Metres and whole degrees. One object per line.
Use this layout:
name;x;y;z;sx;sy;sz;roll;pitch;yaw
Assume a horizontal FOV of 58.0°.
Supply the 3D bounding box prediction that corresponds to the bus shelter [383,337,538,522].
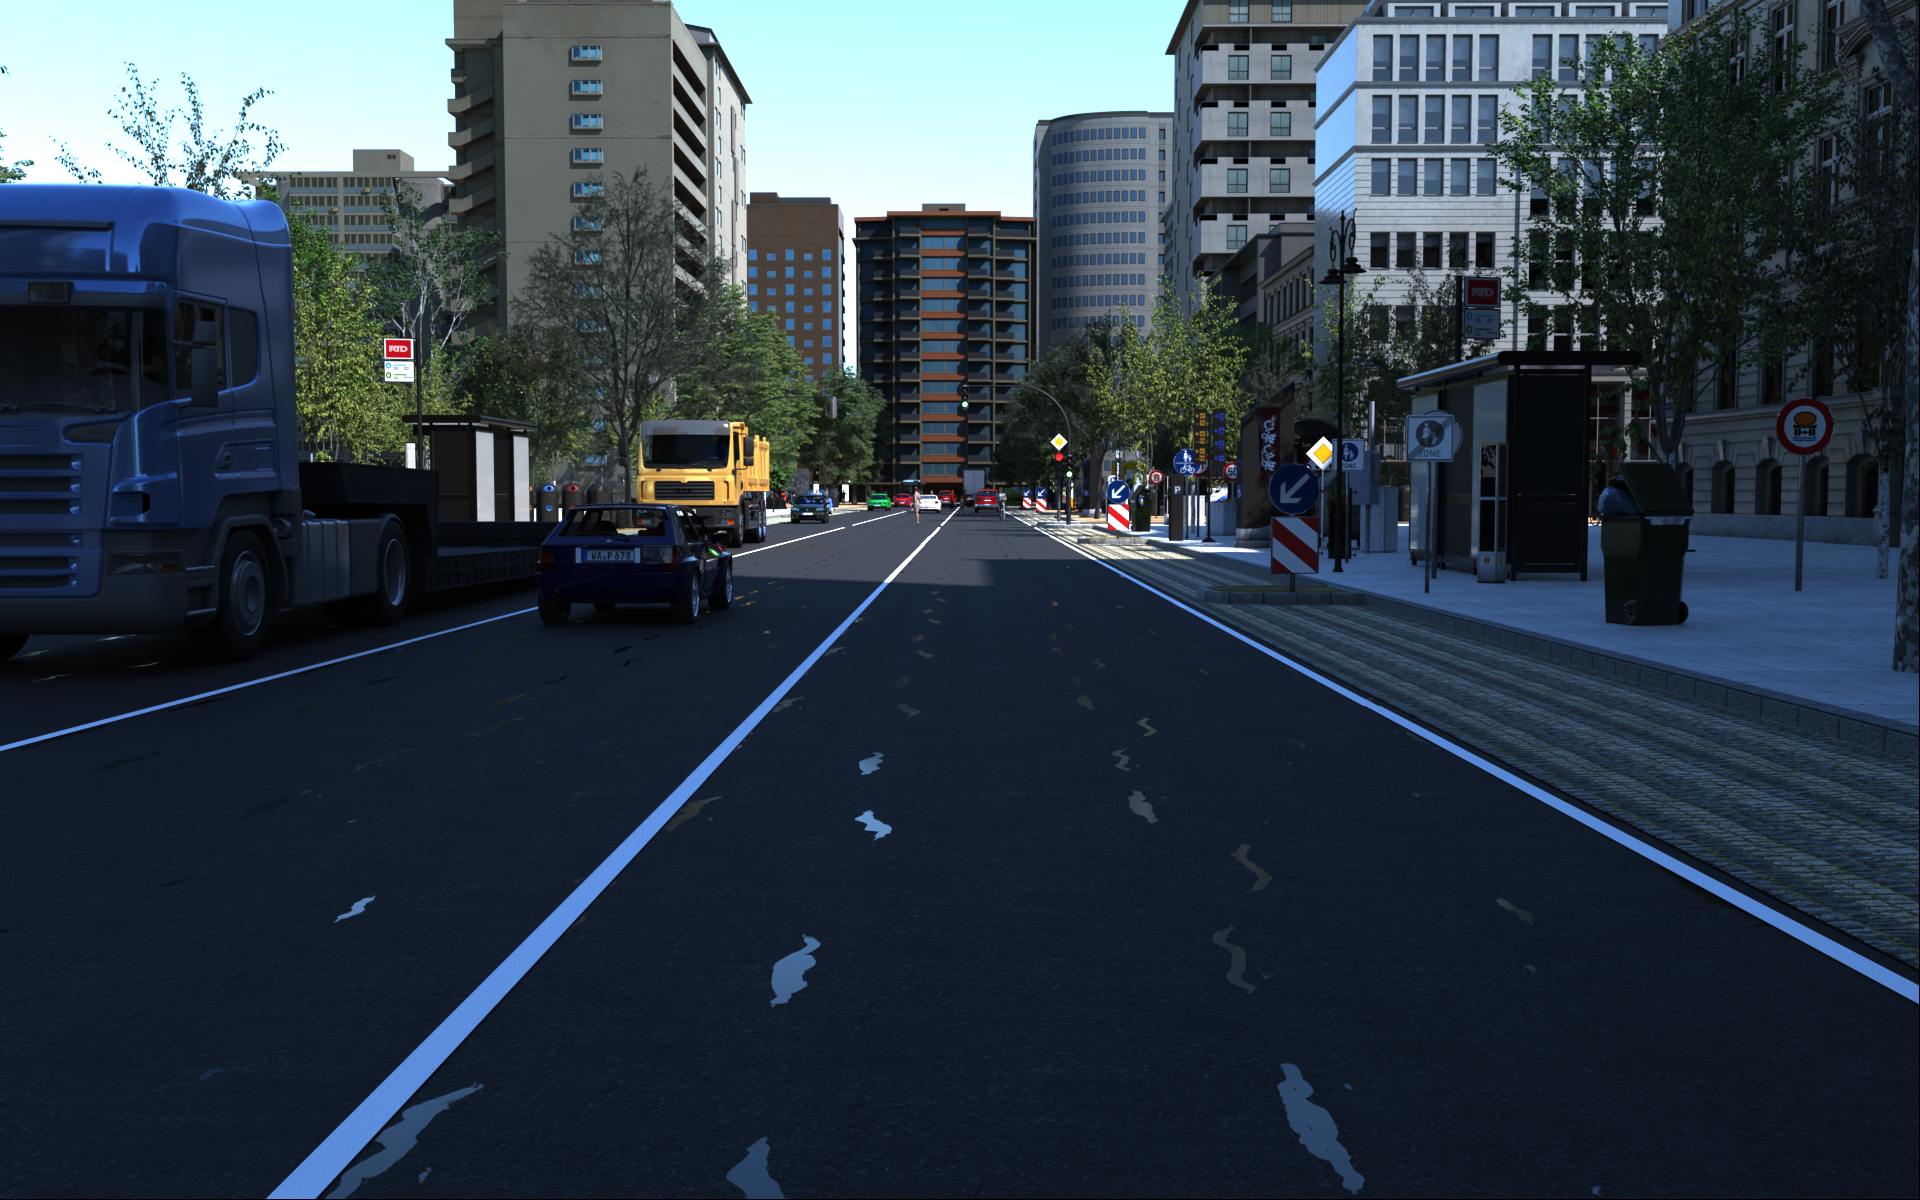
bus shelter;-13.667;-4.253;47.165;2.179;5.291;8.768;0;4;0

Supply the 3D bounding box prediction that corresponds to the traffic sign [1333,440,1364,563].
traffic sign;7.197;-1.837;32.168;0.606;2.300;0.079;0;4;1

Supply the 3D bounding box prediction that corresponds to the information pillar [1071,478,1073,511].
information pillar;8.284;-8.446;129.443;0.183;3.616;0.504;3;5;44

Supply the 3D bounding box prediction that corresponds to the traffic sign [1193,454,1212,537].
traffic sign;7.066;-3.134;51.350;0.768;2.556;0.104;0;4;5

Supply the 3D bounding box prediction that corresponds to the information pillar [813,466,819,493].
information pillar;-12.088;-9.433;145.590;0.504;3.616;0.183;-2;4;-33

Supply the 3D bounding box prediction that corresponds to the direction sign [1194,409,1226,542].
direction sign;6.624;-3.304;46.014;0.876;3.537;0.379;-1;4;-12

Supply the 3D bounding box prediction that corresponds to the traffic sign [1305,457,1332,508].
traffic sign;8.966;-2.660;43.493;0.884;2.594;0.081;0;4;8

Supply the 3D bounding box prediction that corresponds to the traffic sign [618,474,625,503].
traffic sign;-16.969;-5.211;87.326;0.606;2.300;0.079;1;4;9

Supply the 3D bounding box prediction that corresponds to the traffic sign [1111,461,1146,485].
traffic sign;10.581;-6.988;108.124;2.265;3.308;0.079;1;4;9

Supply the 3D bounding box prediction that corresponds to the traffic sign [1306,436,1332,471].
traffic sign;8.263;-2.423;39.342;0.795;2.593;0.064;0;4;3

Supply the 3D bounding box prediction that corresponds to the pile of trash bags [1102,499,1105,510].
pile of trash bags;10.367;-6.168;110.593;1.912;1.369;3.447;3;4;38

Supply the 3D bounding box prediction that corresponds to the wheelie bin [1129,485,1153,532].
wheelie bin;6.213;-3.145;59.321;0.693;1.594;0.980;-1;4;-12

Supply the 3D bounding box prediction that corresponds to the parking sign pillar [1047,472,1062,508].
parking sign pillar;8.502;-10.193;155.127;1.447;3.967;1.447;0;4;-2

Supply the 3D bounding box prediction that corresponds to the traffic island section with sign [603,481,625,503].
traffic island section with sign;-10.114;-2.557;50.433;1.989;1.847;2.006;0;4;0

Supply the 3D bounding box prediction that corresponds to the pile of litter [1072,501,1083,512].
pile of litter;8.636;-6.652;122.727;1.176;0.858;1.719;-3;4;-36

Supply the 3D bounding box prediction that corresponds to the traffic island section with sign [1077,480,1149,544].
traffic island section with sign;4.412;-2.539;50.145;1.989;1.847;2.006;0;4;0

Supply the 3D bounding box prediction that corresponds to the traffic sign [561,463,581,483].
traffic sign;-16.211;-4.414;72.167;0.884;2.594;0.081;0;4;7

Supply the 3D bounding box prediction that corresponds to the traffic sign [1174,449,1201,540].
traffic sign;6.384;-2.971;48.685;0.768;2.556;0.104;0;4;6

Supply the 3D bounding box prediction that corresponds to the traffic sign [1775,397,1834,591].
traffic sign;11.106;-1.392;22.865;0.768;2.556;0.104;0;4;1

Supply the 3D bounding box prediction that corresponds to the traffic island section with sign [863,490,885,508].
traffic island section with sign;-9.207;-10.693;183.458;1.989;1.847;2.006;0;4;0

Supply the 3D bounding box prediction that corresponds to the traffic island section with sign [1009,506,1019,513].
traffic island section with sign;4.976;-7.557;132.187;1.989;1.847;2.006;0;4;0

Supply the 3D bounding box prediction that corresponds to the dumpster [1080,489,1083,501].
dumpster;9.720;-7.620;130.344;1.264;1.857;1.865;0;4;0

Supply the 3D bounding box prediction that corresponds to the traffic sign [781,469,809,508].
traffic sign;-13.211;-8.874;138.955;2.265;3.308;0.079;0;4;3

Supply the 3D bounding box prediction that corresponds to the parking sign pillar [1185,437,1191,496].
parking sign pillar;10.882;-5.710;81.825;1.447;3.967;1.447;1;4;11

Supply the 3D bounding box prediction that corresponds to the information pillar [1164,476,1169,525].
information pillar;8.695;-4.132;72.049;0.304;2.012;0.304;-1;4;-17

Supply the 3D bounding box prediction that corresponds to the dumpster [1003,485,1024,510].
dumpster;4.925;-9.434;159.196;1.985;2.255;1.502;0;4;-1

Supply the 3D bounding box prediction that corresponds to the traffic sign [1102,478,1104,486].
traffic sign;10.122;-7.713;126.216;0.768;2.556;0.104;0;4;2

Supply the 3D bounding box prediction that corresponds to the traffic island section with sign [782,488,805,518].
traffic island section with sign;-9.746;-5.916;105.347;1.989;1.847;2.006;0;4;0

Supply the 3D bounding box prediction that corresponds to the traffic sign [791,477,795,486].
traffic sign;-12.285;-7.945;130.004;0.768;2.556;0.104;0;4;2

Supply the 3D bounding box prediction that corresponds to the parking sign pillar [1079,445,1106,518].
parking sign pillar;7.202;-6.459;94.074;1.447;3.967;1.447;2;4;35

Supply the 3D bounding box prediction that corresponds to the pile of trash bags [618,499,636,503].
pile of trash bags;-14.068;-3.780;71.558;1.912;1.369;3.447;1;4;13

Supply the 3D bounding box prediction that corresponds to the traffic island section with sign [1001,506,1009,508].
traffic island section with sign;5.308;-10.653;182.800;1.989;1.847;2.006;0;4;0

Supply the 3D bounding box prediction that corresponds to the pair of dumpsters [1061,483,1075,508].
pair of dumpsters;9.181;-9.041;150.320;1.574;2.255;4.437;0;4;0

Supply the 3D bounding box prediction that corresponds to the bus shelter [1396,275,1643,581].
bus shelter;8.922;-3.178;29.588;2.179;5.291;8.768;0;4;0

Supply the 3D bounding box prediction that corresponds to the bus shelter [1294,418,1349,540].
bus shelter;9.335;-3.358;48.831;2.014;3.302;5.546;0;4;0

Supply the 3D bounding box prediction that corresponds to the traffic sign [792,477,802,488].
traffic sign;-12.061;-7.834;128.196;0.768;2.556;0.104;0;4;5

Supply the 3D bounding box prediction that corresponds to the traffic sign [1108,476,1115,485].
traffic sign;8.451;-5.710;95.490;0.606;2.300;0.079;0;4;8

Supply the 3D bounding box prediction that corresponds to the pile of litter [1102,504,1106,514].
pile of litter;8.543;-5.341;101.297;1.176;0.858;1.719;-1;4;-23

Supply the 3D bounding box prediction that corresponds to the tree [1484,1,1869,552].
tree;15.693;-6.879;38.228;9.928;11.665;9.643;0;3;0

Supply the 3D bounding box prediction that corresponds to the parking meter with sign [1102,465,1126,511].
parking meter with sign;9.108;-6.615;104.410;1.738;3.016;0.543;0;4;-2

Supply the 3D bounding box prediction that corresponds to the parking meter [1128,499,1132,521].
parking meter;8.026;-4.685;82.316;0.255;1.863;0.399;0;4;5

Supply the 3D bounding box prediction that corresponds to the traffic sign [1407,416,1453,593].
traffic sign;6.068;-1.242;22.441;0.606;2.300;0.079;0;4;6

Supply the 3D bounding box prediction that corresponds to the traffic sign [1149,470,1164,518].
traffic sign;10.504;-5.658;92.606;0.768;2.556;0.104;0;4;3

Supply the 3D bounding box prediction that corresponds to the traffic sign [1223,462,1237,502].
traffic sign;10.839;-4.203;68.825;0.768;2.556;0.104;0;4;5

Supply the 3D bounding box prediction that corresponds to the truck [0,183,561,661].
truck;-7.360;-1.959;21.781;2.967;4.110;18.799;0;4;-1

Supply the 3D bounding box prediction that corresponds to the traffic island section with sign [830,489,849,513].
traffic island section with sign;-9.541;-7.564;132.301;1.989;1.847;2.006;0;4;0

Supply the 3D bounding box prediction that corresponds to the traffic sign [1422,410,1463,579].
traffic sign;7.195;-1.597;26.219;0.768;2.556;0.104;0;4;3

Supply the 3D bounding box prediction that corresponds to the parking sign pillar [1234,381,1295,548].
parking sign pillar;7.329;-3.249;41.587;1.447;3.967;1.447;-1;4;-8

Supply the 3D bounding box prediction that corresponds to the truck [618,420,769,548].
truck;-7.044;-3.187;48.030;3.469;3.379;9.791;0;4;0

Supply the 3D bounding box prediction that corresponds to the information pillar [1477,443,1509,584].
information pillar;7.657;-1.248;24.902;0.304;2.012;0.304;3;5;44

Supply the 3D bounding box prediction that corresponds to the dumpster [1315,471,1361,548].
dumpster;9.057;-2.128;40.545;1.264;1.857;1.865;0;4;1

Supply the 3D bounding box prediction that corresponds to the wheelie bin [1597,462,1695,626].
wheelie bin;6.728;-0.563;17.113;0.980;1.594;0.693;-1;4;-21

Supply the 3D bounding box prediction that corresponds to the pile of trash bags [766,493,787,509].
pile of trash bags;-15.432;-8.347;146.225;1.912;1.369;3.447;1;4;16

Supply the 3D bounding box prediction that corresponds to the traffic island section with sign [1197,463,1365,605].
traffic island section with sign;4.225;-0.891;23.191;1.989;1.847;2.006;0;4;0

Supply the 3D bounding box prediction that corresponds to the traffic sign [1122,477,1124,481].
traffic sign;8.760;-5.851;95.659;0.884;2.594;0.081;1;4;9

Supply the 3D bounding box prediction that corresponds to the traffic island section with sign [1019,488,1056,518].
traffic island section with sign;4.790;-5.909;105.233;1.989;1.847;2.006;0;4;0

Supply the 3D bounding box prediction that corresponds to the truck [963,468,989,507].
truck;1.705;-12.511;193.460;2.839;4.237;11.283;0;4;2

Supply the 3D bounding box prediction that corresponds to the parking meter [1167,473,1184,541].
parking meter;5.893;-2.547;47.358;0.399;1.863;0.255;-1;4;-10

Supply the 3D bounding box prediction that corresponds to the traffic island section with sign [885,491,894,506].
traffic island section with sign;-9.014;-12.342;210.413;1.989;1.847;2.006;0;4;0
